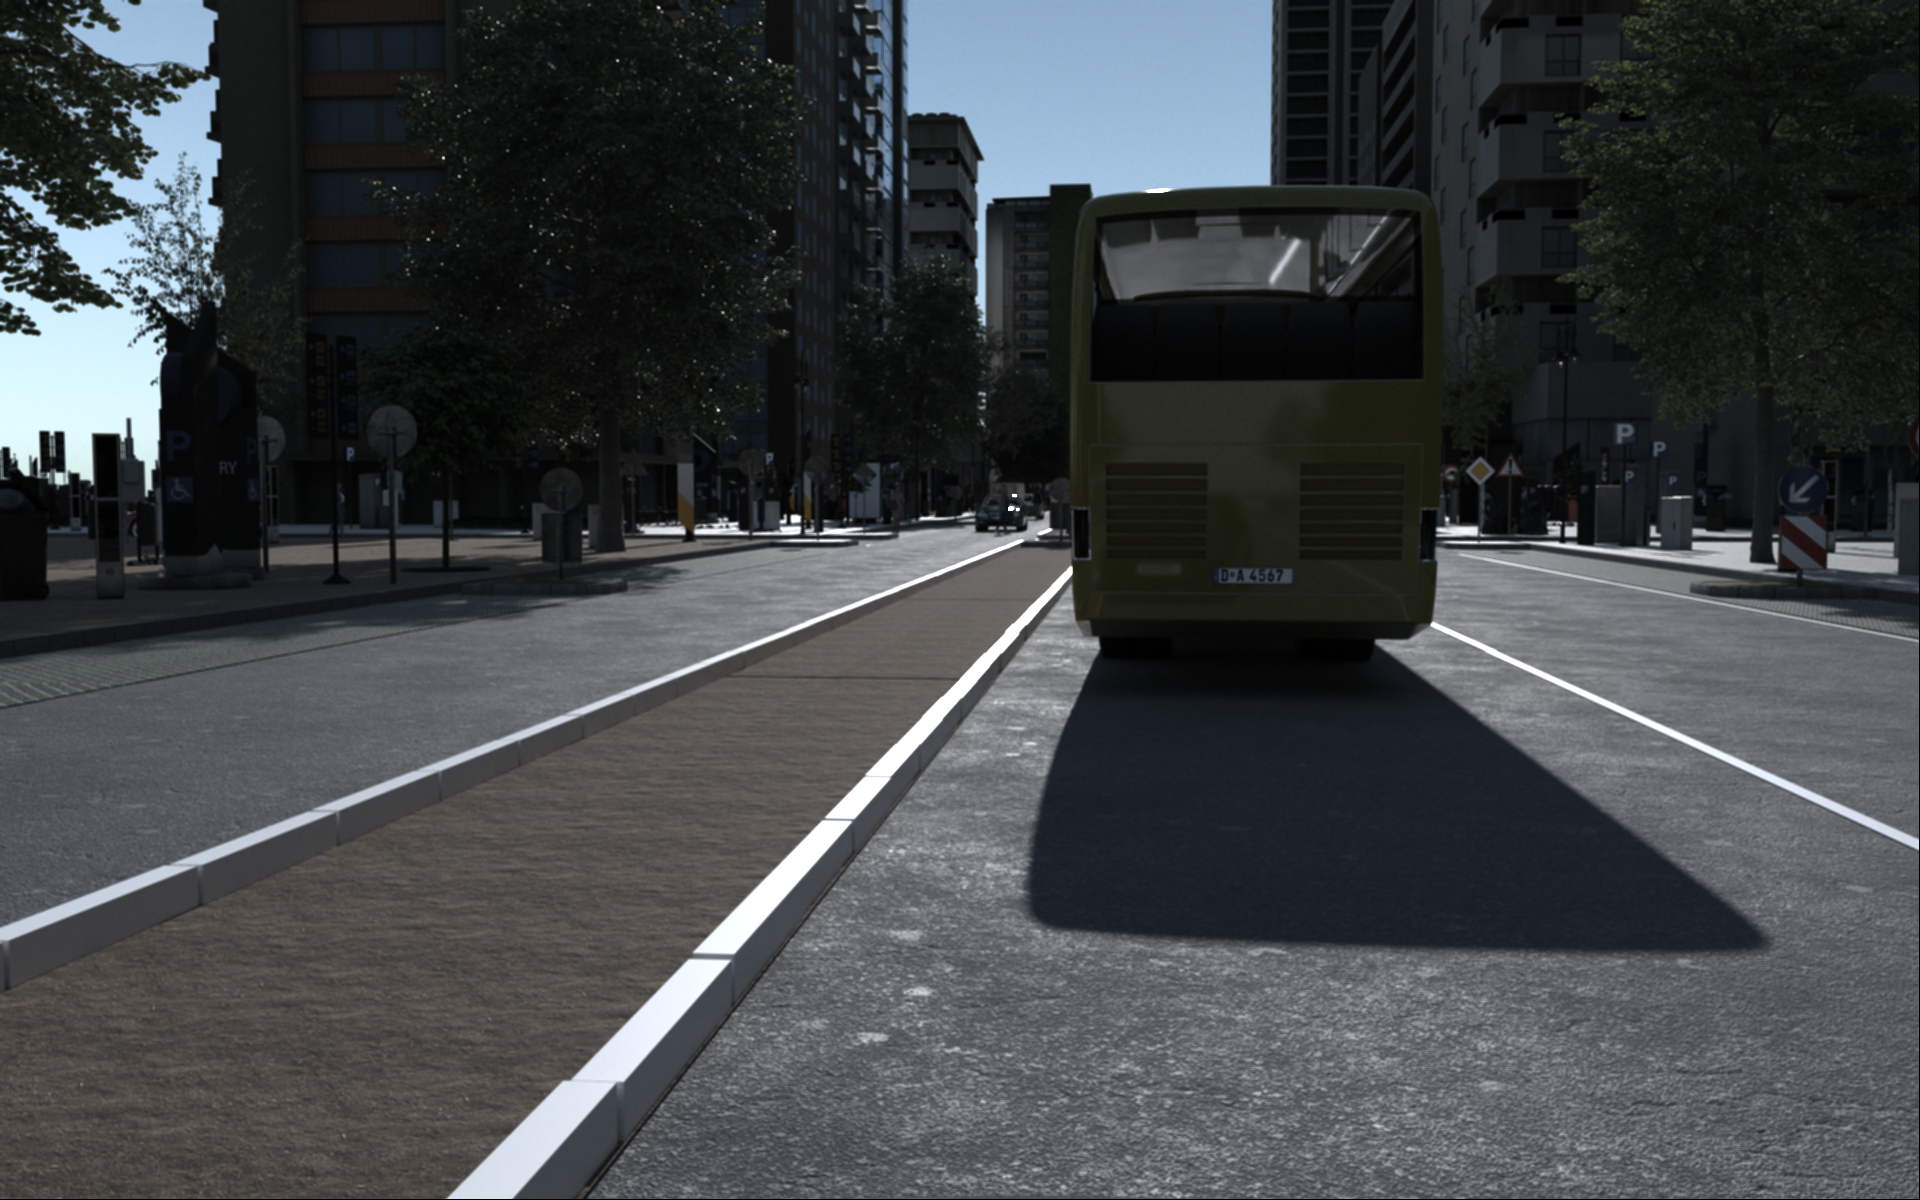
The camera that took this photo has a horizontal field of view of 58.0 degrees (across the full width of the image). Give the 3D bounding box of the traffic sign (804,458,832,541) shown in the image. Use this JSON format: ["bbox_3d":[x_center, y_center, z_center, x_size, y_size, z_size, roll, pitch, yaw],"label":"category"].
[{"bbox_3d":[-3.898,-2.685,47.536,0.795,2.450,0.064,0,4,6],"label":"traffic sign"}]

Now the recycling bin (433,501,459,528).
[{"bbox_3d":[-19.656,-3.283,66.231,0.722,1.027,0.722,1,4,9],"label":"recycling bin"}]

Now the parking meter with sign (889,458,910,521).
[{"bbox_3d":[-2.942,-5.374,84.134,0.543,3.016,1.738,1,4,14],"label":"parking meter with sign"}]

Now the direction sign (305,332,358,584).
[{"bbox_3d":[-8.933,-2.001,24.708,0.379,3.537,0.876,2,4,29],"label":"direction sign"}]

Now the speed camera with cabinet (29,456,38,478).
[{"bbox_3d":[-48.426,-5.782,88.864,2.038,3.252,0.660,0,4,2],"label":"speed camera with cabinet"}]

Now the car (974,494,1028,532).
[{"bbox_3d":[1.645,-3.420,67.721,2.131,1.459,4.920,0,4,6],"label":"car"}]

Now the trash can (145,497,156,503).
[{"bbox_3d":[-47.330,-5.489,101.395,0.748,1.137,0.748,0,3,0],"label":"trash can"}]

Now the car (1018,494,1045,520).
[{"bbox_3d":[3.832,-5.385,98.260,2.015,1.641,3.980,0,4,7],"label":"car"}]

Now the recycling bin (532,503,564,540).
[{"bbox_3d":[-11.562,-2.210,48.685,0.722,1.027,0.722,0,4,4],"label":"recycling bin"}]

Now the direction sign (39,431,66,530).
[{"bbox_3d":[-32.714,-4.312,62.499,0.379,3.537,0.876,2,4,35],"label":"direction sign"}]

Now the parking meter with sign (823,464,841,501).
[{"bbox_3d":[-7.656,-6.423,101.278,0.543,3.016,1.738,-3,4,-38],"label":"parking meter with sign"}]

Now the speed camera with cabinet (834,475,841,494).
[{"bbox_3d":[-8.415,-7.942,124.190,0.660,3.252,2.038,2,4,35],"label":"speed camera with cabinet"}]

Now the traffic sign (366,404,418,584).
[{"bbox_3d":[-8.090,-1.501,24.651,0.768,2.556,0.104,0,4,7],"label":"traffic sign"}]

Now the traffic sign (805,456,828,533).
[{"bbox_3d":[-4.764,-3.502,57.364,0.768,2.556,0.104,1,4,9],"label":"traffic sign"}]

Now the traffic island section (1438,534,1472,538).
[{"bbox_3d":[14.558,-1.921,53.684,2.009,0.180,2.903,0,4,6],"label":"traffic island section"}]

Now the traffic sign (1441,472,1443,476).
[{"bbox_3d":[14.534,-3.056,53.609,0.795,2.450,0.064,0,4,6],"label":"traffic sign"}]

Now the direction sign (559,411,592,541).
[{"bbox_3d":[-10.470,-3.378,47.235,0.876,3.537,0.379,0,4,-1],"label":"direction sign"}]

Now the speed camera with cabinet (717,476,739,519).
[{"bbox_3d":[-11.194,-5.443,83.329,2.038,3.252,0.660,0,4,-2],"label":"speed camera with cabinet"}]

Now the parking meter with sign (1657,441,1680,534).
[{"bbox_3d":[22.823,-3.643,55.823,0.543,3.016,1.738,0,4,0],"label":"parking meter with sign"}]

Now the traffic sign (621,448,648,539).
[{"bbox_3d":[-9.281,-3.007,49.165,0.884,2.594,0.081,0,4,7],"label":"traffic sign"}]

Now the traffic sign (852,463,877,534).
[{"bbox_3d":[-3.061,-3.170,55.477,0.795,2.450,0.064,0,4,6],"label":"traffic sign"}]

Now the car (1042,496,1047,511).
[{"bbox_3d":[6.179,-7.923,142.124,1.945,1.354,3.894,0,4,7],"label":"car"}]

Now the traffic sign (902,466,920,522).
[{"bbox_3d":[-2.271,-4.871,79.644,0.884,2.594,0.081,1,4,14],"label":"traffic sign"}]

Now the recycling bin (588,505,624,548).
[{"bbox_3d":[-8.496,-1.776,41.598,0.722,1.027,0.722,0,4,1],"label":"recycling bin"}]

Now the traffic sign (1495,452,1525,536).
[{"bbox_3d":[16.945,-3.264,53.378,0.884,2.594,0.081,1,4,12],"label":"traffic sign"}]

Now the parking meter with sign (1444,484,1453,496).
[{"bbox_3d":[28.837,-6.616,104.434,1.738,3.016,0.543,2,4,31],"label":"parking meter with sign"}]

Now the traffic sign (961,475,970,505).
[{"bbox_3d":[0.278,-7.094,116.092,0.768,2.556,0.104,1,4,11],"label":"traffic sign"}]

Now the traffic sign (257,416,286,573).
[{"bbox_3d":[-11.296,-1.713,28.117,0.768,2.556,0.104,1,4,12],"label":"traffic sign"}]

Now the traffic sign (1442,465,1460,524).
[{"bbox_3d":[21.181,-4.561,74.680,0.768,2.556,0.104,1,4,13],"label":"traffic sign"}]

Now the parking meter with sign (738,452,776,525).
[{"bbox_3d":[-8.459,-4.627,71.915,0.543,3.016,1.738,3,5,39],"label":"parking meter with sign"}]

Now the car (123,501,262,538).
[{"bbox_3d":[-23.610,-2.722,53.543,4.494,1.783,2.155,0,4,6],"label":"car"}]

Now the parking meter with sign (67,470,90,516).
[{"bbox_3d":[-47.850,-6.011,94.546,1.738,3.016,0.543,0,4,-4],"label":"parking meter with sign"}]

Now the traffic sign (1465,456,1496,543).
[{"bbox_3d":[13.697,-2.570,45.668,0.795,2.450,0.064,0,4,6],"label":"traffic sign"}]

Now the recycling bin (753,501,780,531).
[{"bbox_3d":[-6.766,-2.937,60.569,0.722,1.027,0.722,1,4,22],"label":"recycling bin"}]

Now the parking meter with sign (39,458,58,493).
[{"bbox_3d":[-43.454,-5.233,81.822,0.543,3.016,1.738,0,4,5],"label":"parking meter with sign"}]

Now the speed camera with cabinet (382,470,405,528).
[{"bbox_3d":[-21.965,-4.457,67.200,0.660,3.252,2.038,-1,4,-10],"label":"speed camera with cabinet"}]

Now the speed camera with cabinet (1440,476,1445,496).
[{"bbox_3d":[22.199,-5.288,80.796,0.660,3.252,2.038,1,4,22],"label":"speed camera with cabinet"}]

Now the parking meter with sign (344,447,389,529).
[{"bbox_3d":[-21.663,-4.116,63.565,1.738,3.016,0.543,1,4,16],"label":"parking meter with sign"}]

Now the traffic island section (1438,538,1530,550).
[{"bbox_3d":[13.721,-1.435,45.742,2.009,0.180,2.903,0,4,6],"label":"traffic island section"}]

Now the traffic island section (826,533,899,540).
[{"bbox_3d":[-3.085,-2.034,55.542,2.009,0.180,2.903,0,4,6],"label":"traffic island section"}]

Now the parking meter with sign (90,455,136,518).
[{"bbox_3d":[-37.804,-4.965,77.441,1.738,3.016,0.543,0,4,6],"label":"parking meter with sign"}]

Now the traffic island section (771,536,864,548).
[{"bbox_3d":[-3.922,-1.549,47.600,2.009,0.180,2.903,0,4,6],"label":"traffic island section"}]

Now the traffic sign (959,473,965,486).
[{"bbox_3d":[-0.091,-6.328,103.563,0.768,2.556,0.104,0,4,8],"label":"traffic sign"}]

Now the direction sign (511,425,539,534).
[{"bbox_3d":[-14.146,-3.935,56.338,0.876,3.537,0.379,0,4,-2],"label":"direction sign"}]

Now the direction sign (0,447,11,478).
[{"bbox_3d":[-46.132,-5.588,83.356,0.379,3.537,0.876,2,4,34],"label":"direction sign"}]

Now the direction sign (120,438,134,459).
[{"bbox_3d":[-33.619,-4.749,69.646,0.876,3.537,0.379,0,4,7],"label":"direction sign"}]

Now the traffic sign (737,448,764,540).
[{"bbox_3d":[-5.854,-2.953,48.393,0.768,2.556,0.104,1,4,10],"label":"traffic sign"}]

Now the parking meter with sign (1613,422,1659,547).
[{"bbox_3d":[16.668,-2.850,42.853,0.543,3.016,1.738,3,4,36],"label":"parking meter with sign"}]

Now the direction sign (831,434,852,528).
[{"bbox_3d":[-4.455,-4.470,65.088,0.876,3.537,0.379,-2,4,-32],"label":"direction sign"}]

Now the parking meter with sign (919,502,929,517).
[{"bbox_3d":[-2.599,-6.205,97.718,1.738,3.016,0.543,0,4,6],"label":"parking meter with sign"}]

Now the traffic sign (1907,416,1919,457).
[{"bbox_3d":[14.979,-1.627,26.704,0.768,2.556,0.104,1,4,10],"label":"traffic sign"}]
